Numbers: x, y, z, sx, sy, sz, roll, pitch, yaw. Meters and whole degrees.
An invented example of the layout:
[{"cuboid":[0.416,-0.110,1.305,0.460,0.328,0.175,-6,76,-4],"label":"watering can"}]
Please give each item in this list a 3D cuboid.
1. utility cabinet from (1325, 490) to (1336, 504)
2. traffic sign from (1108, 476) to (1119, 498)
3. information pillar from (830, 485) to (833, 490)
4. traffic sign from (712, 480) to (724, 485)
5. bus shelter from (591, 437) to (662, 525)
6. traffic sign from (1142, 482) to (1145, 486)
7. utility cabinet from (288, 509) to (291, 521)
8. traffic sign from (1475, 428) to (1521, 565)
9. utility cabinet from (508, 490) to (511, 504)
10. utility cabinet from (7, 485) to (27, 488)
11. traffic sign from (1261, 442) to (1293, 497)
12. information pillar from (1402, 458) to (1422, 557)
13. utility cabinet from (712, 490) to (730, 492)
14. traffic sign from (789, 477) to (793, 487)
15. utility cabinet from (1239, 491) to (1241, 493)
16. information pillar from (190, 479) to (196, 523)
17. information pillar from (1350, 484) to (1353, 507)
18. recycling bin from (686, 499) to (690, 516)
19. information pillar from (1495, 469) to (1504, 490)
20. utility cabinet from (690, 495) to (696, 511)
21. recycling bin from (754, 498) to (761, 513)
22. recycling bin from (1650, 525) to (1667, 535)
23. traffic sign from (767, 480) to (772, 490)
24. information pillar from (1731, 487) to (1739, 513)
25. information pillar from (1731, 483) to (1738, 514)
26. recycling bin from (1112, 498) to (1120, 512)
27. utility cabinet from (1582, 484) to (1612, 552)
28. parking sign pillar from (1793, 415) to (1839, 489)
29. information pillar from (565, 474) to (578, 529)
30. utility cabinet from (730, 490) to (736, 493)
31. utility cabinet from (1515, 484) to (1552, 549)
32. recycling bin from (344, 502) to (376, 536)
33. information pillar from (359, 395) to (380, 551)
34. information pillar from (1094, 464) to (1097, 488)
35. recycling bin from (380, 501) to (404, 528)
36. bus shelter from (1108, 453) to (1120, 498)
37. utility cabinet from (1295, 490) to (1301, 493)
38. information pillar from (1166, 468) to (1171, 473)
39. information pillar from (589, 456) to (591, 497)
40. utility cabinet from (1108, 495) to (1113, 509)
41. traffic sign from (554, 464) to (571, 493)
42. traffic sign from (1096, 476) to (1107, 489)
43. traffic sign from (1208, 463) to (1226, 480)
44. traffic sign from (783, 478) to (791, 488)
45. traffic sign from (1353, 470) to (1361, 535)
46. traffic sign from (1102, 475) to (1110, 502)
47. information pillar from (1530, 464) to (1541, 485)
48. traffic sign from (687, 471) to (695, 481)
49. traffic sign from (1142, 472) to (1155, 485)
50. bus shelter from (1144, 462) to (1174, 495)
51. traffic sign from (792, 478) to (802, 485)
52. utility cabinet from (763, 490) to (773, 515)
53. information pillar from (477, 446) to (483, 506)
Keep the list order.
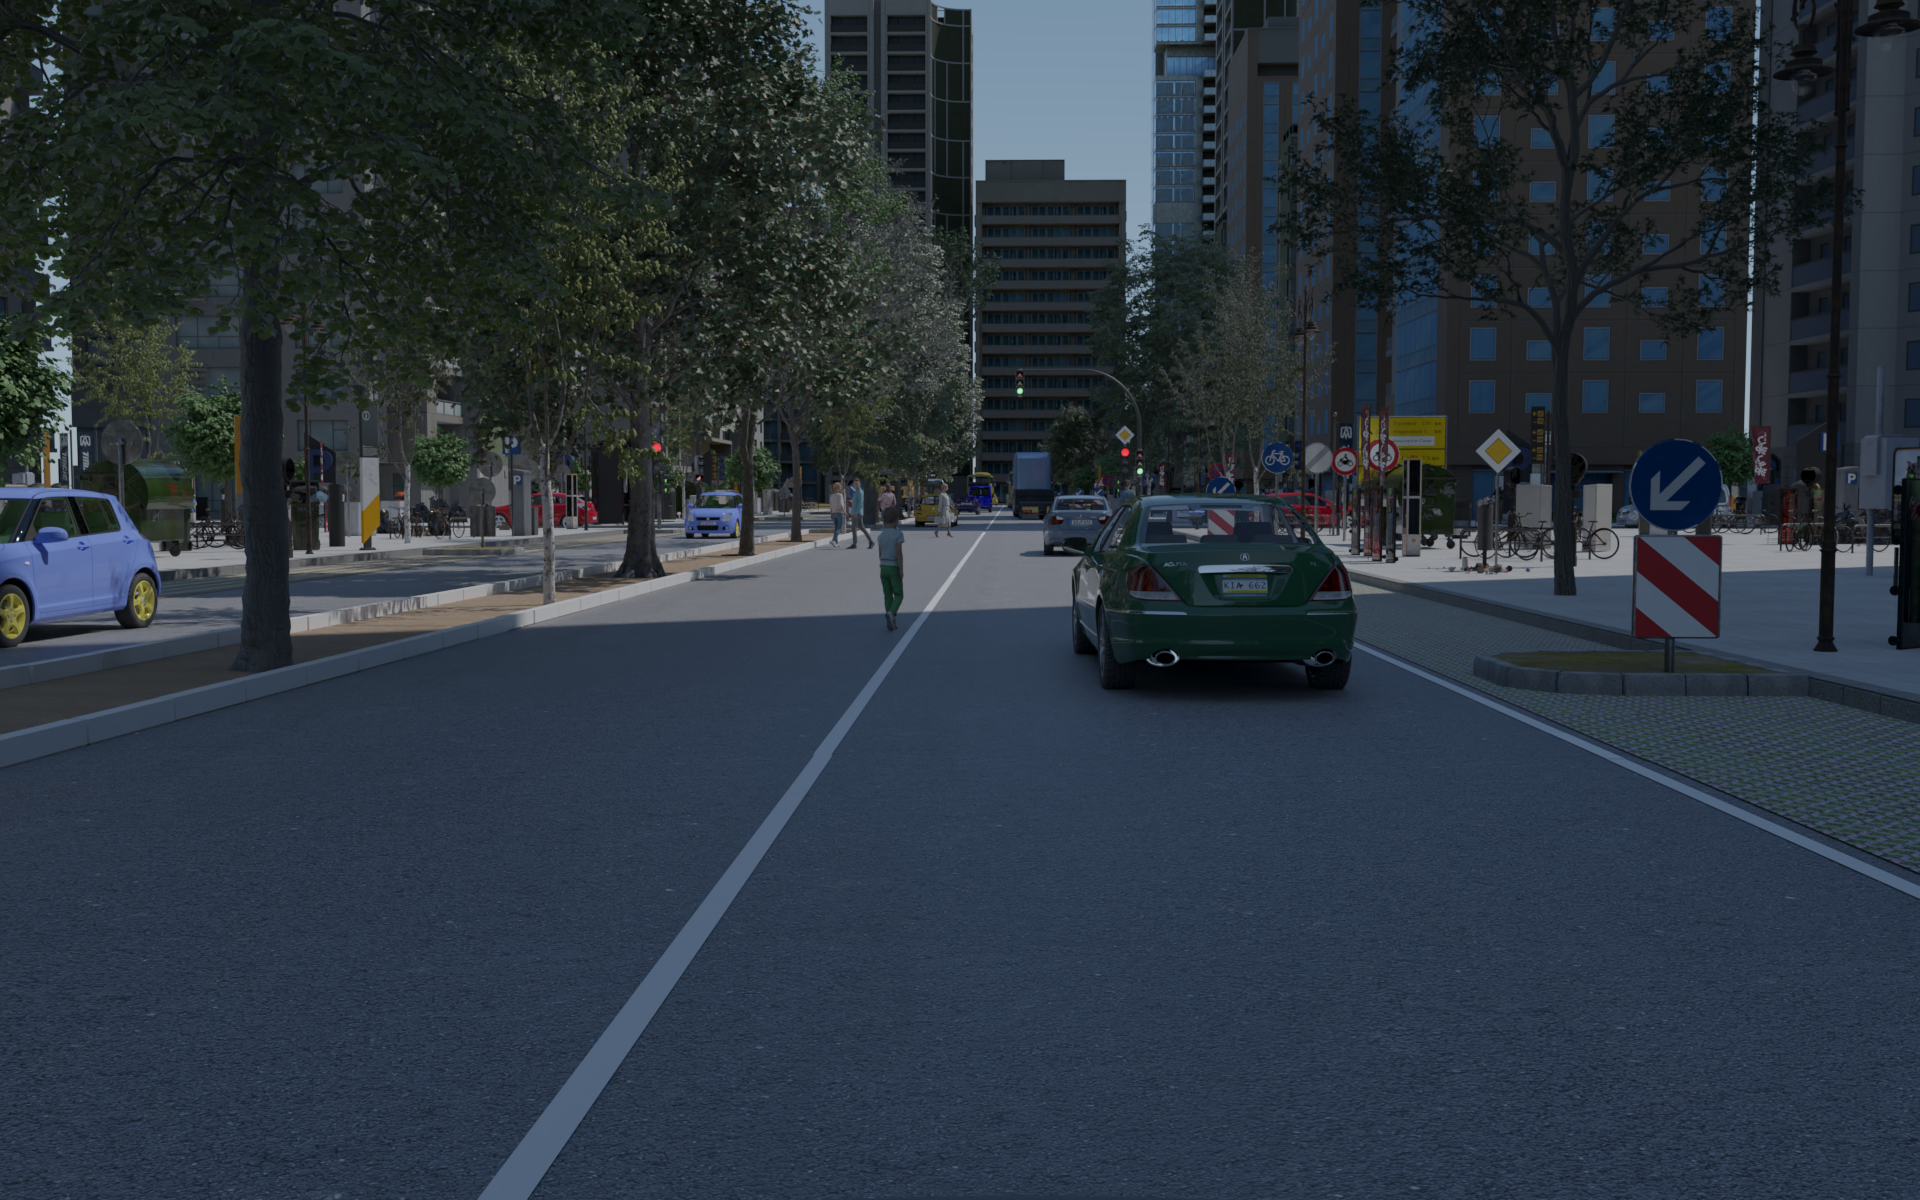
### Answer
[{"cuboid":[22.676,-5.874,104.718,1.173,1.500,0.318,2,4,31],"label":"utility cabinet"},{"cuboid":[10.196,-6.994,114.461,0.768,2.556,0.104,1,4,11],"label":"traffic sign"},{"cuboid":[-10.548,-8.449,142.627,0.304,2.012,0.304,-2,4,-28],"label":"information pillar"},{"cuboid":[-13.879,-6.059,99.172,0.768,2.556,0.104,1,4,10],"label":"traffic sign"},{"cuboid":[-14.322,-5.099,74.646,1.731,3.624,6.357,0,4,2],"label":"bus shelter"},{"cuboid":[13.088,-7.409,121.244,0.768,2.556,0.104,0,4,2],"label":"traffic sign"},{"cuboid":[-24.037,-3.104,61.915,0.306,1.237,1.020,-1,4,-18],"label":"utility cabinet"},{"cuboid":[9.472,-1.796,30.544,0.795,2.450,0.064,0,4,6],"label":"traffic sign"},{"cuboid":[-25.956,-5.692,101.745,0.318,1.500,1.173,3,5,40],"label":"utility cabinet"},{"cuboid":[-22.666,-1.969,40.870,0.318,1.500,1.173,3,5,41],"label":"utility cabinet"},{"cuboid":[7.751,-2.585,42.370,0.768,2.556,0.104,0,4,5],"label":"traffic sign"},{"cuboid":[9.250,-1.894,35.455,0.304,2.012,0.304,0,4,-4],"label":"information pillar"},{"cuboid":[-13.256,-5.302,95.371,0.318,1.500,1.173,2,4,26],"label":"utility cabinet"},{"cuboid":[-12.203,-7.761,127.004,0.768,2.556,0.104,0,4,7],"label":"traffic sign"},{"cuboid":[16.085,-5.629,100.715,0.318,1.500,1.173,1,4,20],"label":"utility cabinet"},{"cuboid":[-33.811,-4.381,76.122,0.304,2.012,0.304,0,4,-7],"label":"information pillar"},{"cuboid":[20.395,-6.011,89.640,0.504,3.616,0.183,-1,4,-17],"label":"information pillar"},{"cuboid":[-17.575,-6.189,113.745,0.722,1.027,0.722,-1,4,-11],"label":"recycling bin"},{"cuboid":[24.853,-5.403,79.694,0.183,3.616,0.504,-3,5,-42],"label":"information pillar"},{"cuboid":[-12.560,-4.424,83.490,0.306,1.237,1.020,2,4,35],"label":"utility cabinet"},{"cuboid":[-13.633,-6.256,114.845,0.722,1.027,0.722,1,4,15],"label":"recycling bin"},{"cuboid":[20.499,-2.319,50.462,0.722,1.027,0.722,1,4,22],"label":"recycling bin"},{"cuboid":[-14.045,-7.610,126.554,0.606,2.300,0.079,0,4,5],"label":"traffic sign"},{"cuboid":[50.545,-6.633,112.942,0.304,2.012,0.304,-1,4,-11],"label":"information pillar"},{"cuboid":[49.650,-7.322,111.076,0.504,3.616,0.183,0,4,-4],"label":"information pillar"},{"cuboid":[10.058,-5.884,108.764,0.722,1.027,0.722,-3,4,-36],"label":"recycling bin"},{"cuboid":[14.179,-1.828,38.570,0.318,1.500,1.173,3,4,36],"label":"utility cabinet"},{"cuboid":[29.241,-4.327,59.217,1.447,3.967,1.447,1,4,13],"label":"parking sign pillar"},{"cuboid":[-14.164,-3.589,63.170,0.304,2.012,0.304,2,4,23],"label":"information pillar"},{"cuboid":[-13.007,-5.393,96.855,0.318,1.500,1.173,-3,5,-41],"label":"utility cabinet"},{"cuboid":[13.413,-1.945,40.479,0.318,1.500,1.173,-1,4,-9],"label":"utility cabinet"},{"cuboid":[-18.492,-2.493,53.318,0.722,1.027,0.722,2,4,32],"label":"recycling bin"},{"cuboid":[-13.479,-2.944,39.494,0.183,3.616,0.504,2,4,30],"label":"information pillar"},{"cuboid":[10.761,-8.905,136.953,0.183,3.616,0.504,2,4,29],"label":"information pillar"},{"cuboid":[-20.793,-3.116,63.505,0.722,1.027,0.722,0,4,-4],"label":"recycling bin"},{"cuboid":[12.764,-9.957,140.430,2.179,5.291,8.768,0,4,2],"label":"bus shelter"},{"cuboid":[18.267,-5.158,93.016,0.318,1.500,1.173,2,4,24],"label":"utility cabinet"},{"cuboid":[15.201,-8.305,127.144,0.504,3.616,0.183,-1,4,-14],"label":"information pillar"},{"cuboid":[-22.513,-6.979,105.460,0.183,3.616,0.504,0,4,-4],"label":"information pillar"},{"cuboid":[11.326,-7.496,133.721,1.020,1.237,0.306,1,4,14],"label":"utility cabinet"},{"cuboid":[-17.011,-4.523,74.049,0.768,2.556,0.104,0,4,5],"label":"traffic sign"},{"cuboid":[10.100,-7.514,122.859,0.884,2.594,0.081,1,4,10],"label":"traffic sign"},{"cuboid":[10.632,-4.370,71.550,0.768,2.556,0.104,0,4,5],"label":"traffic sign"},{"cuboid":[-13.901,-8.542,139.668,0.884,2.594,0.081,0,4,3],"label":"traffic sign"},{"cuboid":[12.457,-3.291,53.917,0.768,2.556,0.104,0,4,3],"label":"traffic sign"},{"cuboid":[9.923,-7.113,116.398,0.768,2.556,0.104,1,4,10],"label":"traffic sign"},{"cuboid":[23.288,-4.819,70.145,0.504,3.616,0.183,-2,4,-26],"label":"information pillar"},{"cuboid":[-15.001,-5.948,97.348,0.768,2.556,0.104,0,4,7],"label":"traffic sign"},{"cuboid":[10.714,-6.022,98.561,0.768,2.556,0.104,1,4,9],"label":"traffic sign"},{"cuboid":[12.936,-7.202,111.678,2.014,3.302,5.546,0,4,2],"label":"bus shelter"},{"cuboid":[-11.739,-7.621,124.717,0.768,2.556,0.104,0,4,4],"label":"traffic sign"},{"cuboid":[-11.670,-5.900,105.143,0.318,1.500,1.173,1,4,9],"label":"utility cabinet"},{"cuboid":[-15.555,-3.961,56.120,0.183,3.616,0.504,0,4,-5],"label":"information pillar"}]
